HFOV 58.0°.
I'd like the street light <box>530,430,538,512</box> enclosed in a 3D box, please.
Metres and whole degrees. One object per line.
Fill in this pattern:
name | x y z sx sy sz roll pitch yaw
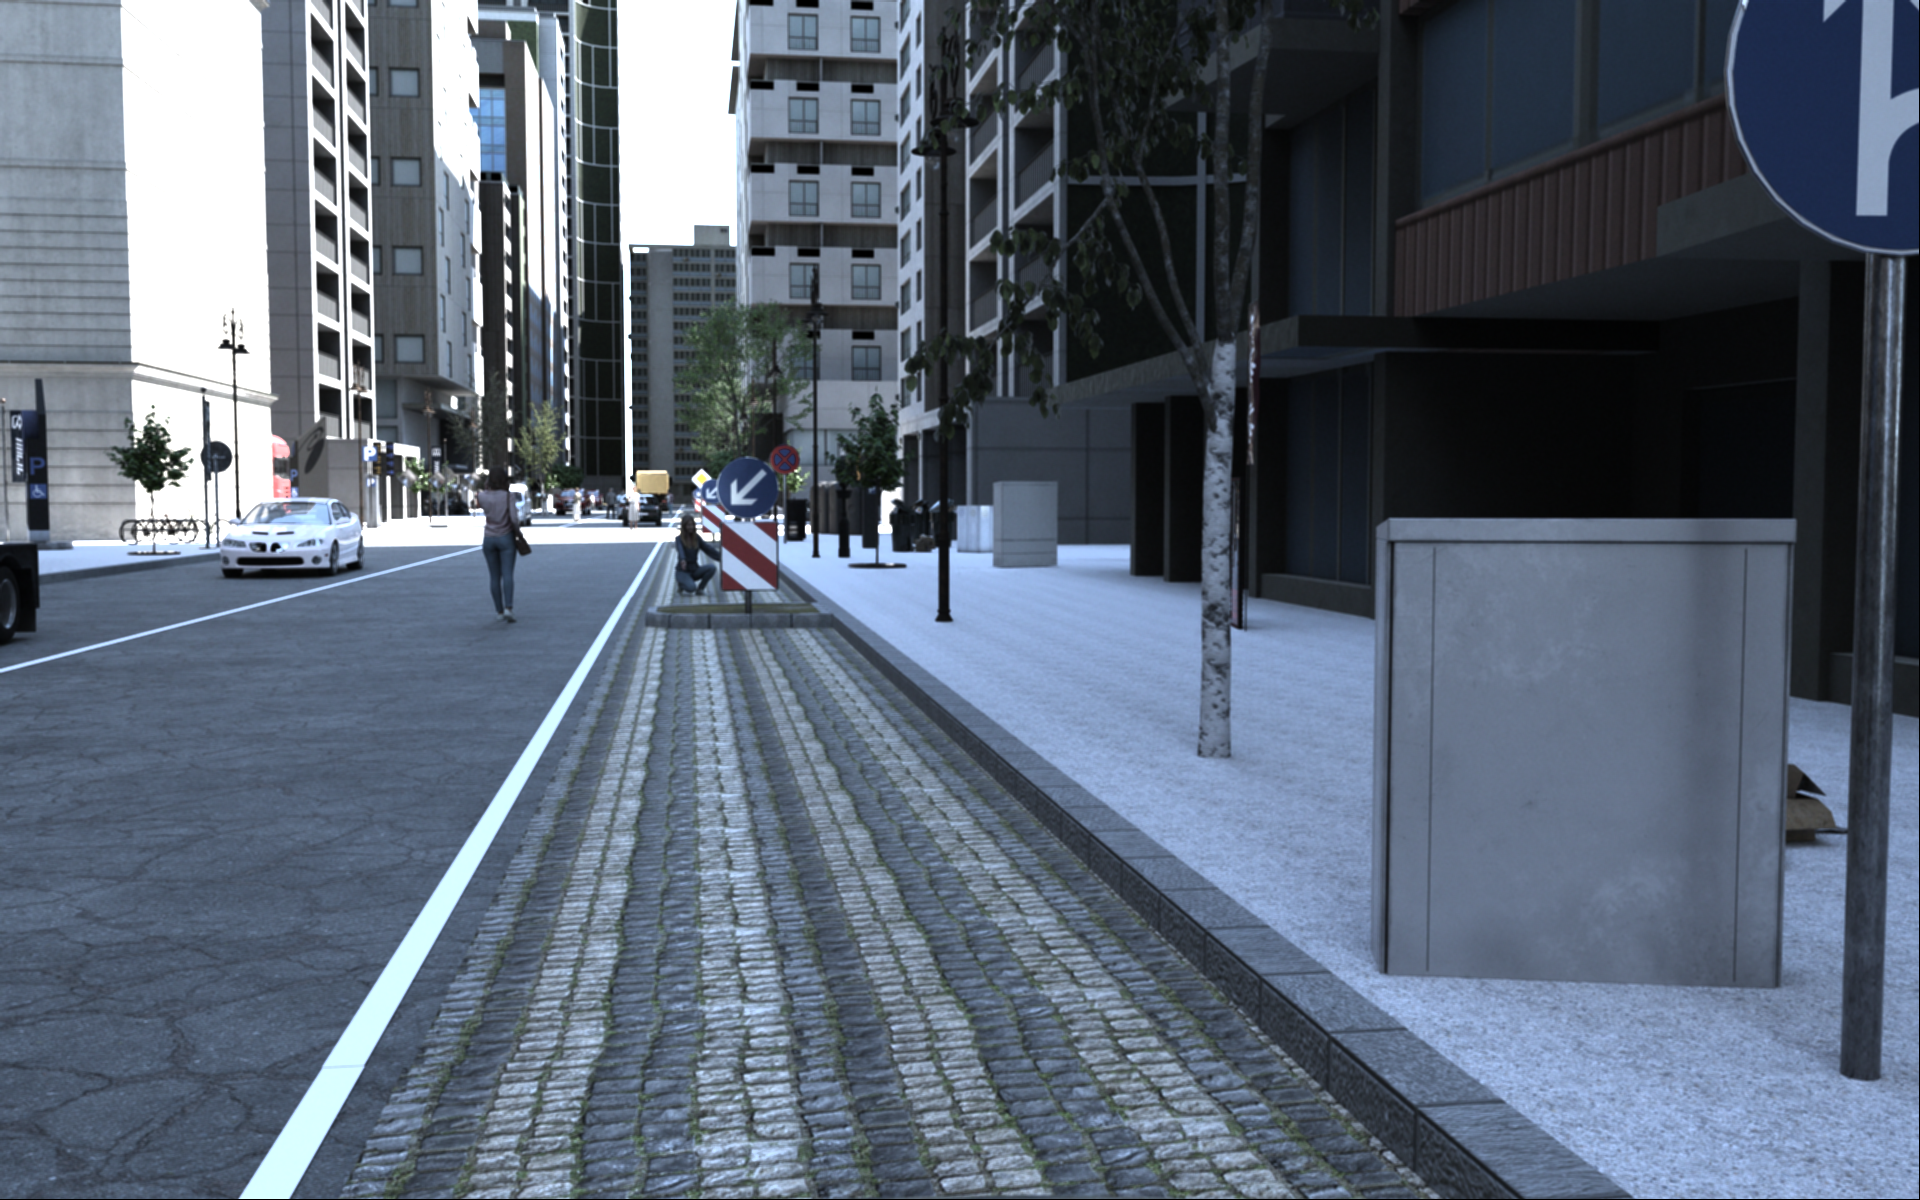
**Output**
street light | -30.818 -9.328 125.295 0.468 5.910 1.993 -1 4 -9

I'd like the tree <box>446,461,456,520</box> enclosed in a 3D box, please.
tree | -25.736 -5.582 85.875 1.663 3.219 1.824 0 3 0

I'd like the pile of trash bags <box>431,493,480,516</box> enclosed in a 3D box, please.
pile of trash bags | -29.976 -5.742 103.642 1.912 1.369 3.447 3 5 44

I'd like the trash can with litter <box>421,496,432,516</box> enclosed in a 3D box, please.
trash can with litter | -30.913 -5.393 99.559 1.055 1.170 0.624 1 4 10

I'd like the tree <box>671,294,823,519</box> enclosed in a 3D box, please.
tree | -11.080 -9.988 89.064 9.928 11.665 9.643 0 3 0

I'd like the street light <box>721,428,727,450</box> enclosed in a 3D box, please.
street light | -15.547 -8.739 115.664 0.468 5.910 1.993 -1 4 -9

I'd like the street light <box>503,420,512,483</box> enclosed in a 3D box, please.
street light | -28.198 -8.274 108.068 0.468 5.910 1.993 -1 4 -9

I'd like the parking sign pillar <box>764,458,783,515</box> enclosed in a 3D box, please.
parking sign pillar | -11.386 -7.095 104.476 1.447 3.967 1.447 -1 4 -18

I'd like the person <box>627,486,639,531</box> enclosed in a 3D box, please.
person | -12.777 -3.593 67.816 0.480 1.755 0.524 -1 4 -23

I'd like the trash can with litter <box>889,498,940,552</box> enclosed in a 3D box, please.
trash can with litter | -1.044 -1.654 38.429 1.055 1.170 0.624 2 4 24

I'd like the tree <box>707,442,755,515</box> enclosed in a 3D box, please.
tree | -14.256 -7.651 108.815 4.285 4.588 4.351 0 3 0

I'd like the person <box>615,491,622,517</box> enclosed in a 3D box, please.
person | -21.165 -5.951 107.607 0.589 1.601 0.330 -3 4 -37

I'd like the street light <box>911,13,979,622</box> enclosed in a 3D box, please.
street light | -0.161 -2.722 17.297 0.468 5.910 1.993 -1 4 -9

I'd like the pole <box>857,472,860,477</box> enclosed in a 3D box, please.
pole | -4.669 -5.254 79.751 0.158 3.312 0.155 0 3 0

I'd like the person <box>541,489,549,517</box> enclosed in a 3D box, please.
person | -26.446 -6.189 110.236 0.519 1.759 0.362 0 4 7

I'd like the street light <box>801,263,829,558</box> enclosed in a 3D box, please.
street light | -2.915 -3.797 34.868 0.468 5.910 1.993 -1 4 -9

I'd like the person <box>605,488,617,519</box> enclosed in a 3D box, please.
person | -20.225 -5.587 100.253 0.661 1.777 0.834 -3 4 -39

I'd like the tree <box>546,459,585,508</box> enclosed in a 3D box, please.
tree | -38.743 -11.484 171.481 4.285 4.588 4.351 0 3 0

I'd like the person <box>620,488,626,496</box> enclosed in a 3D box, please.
person | -21.836 -6.358 112.627 0.473 1.802 0.592 1 4 23

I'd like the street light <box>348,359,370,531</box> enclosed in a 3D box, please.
street light | -20.666 -5.314 59.666 0.468 5.910 1.993 -1 4 -9

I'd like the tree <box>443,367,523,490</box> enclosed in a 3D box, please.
tree | -27.317 -9.112 99.337 4.360 8.622 3.978 0 3 0

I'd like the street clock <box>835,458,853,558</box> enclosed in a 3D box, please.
street clock | -2.346 -1.864 35.048 0.358 2.002 0.471 1 4 14

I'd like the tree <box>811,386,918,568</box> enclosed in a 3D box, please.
tree | -1.367 -2.190 30.405 1.663 3.219 1.824 0 3 0

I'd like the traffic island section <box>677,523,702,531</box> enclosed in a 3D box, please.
traffic island section | -10.183 -2.831 68.571 2.009 0.180 2.903 -1 4 -9

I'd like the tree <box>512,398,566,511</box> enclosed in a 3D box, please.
tree | -32.115 -11.155 132.746 4.737 8.622 4.395 0 3 0

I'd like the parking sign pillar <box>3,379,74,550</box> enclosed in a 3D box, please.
parking sign pillar | -21.318 -3.149 39.957 1.447 3.967 1.447 -2 4 -30

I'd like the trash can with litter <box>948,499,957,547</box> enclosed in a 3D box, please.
trash can with litter | -0.558 -1.847 41.586 0.624 1.170 1.055 3 5 42

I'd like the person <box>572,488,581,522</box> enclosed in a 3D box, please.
person | -19.837 -4.926 89.589 0.362 1.759 0.519 2 4 31

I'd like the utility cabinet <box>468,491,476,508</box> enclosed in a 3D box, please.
utility cabinet | -40.687 -8.272 143.931 1.173 1.500 0.318 3 4 36

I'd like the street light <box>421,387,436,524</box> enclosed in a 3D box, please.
street light | -22.919 -6.239 74.788 0.468 5.910 1.993 -1 4 -9

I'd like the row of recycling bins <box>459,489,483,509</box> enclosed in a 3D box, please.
row of recycling bins | -42.113 -8.541 146.755 3.534 1.692 1.069 0 4 -3

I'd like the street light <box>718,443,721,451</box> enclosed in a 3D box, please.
street light | -18.156 -9.785 132.773 0.468 5.910 1.993 -1 4 -9

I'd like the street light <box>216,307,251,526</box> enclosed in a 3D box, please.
street light | -17.923 -4.286 42.863 0.468 5.910 1.993 -1 4 -9

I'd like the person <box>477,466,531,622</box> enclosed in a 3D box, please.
person | -5.159 -0.637 19.508 0.593 1.750 0.643 0 4 3

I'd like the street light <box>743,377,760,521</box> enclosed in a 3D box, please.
street light | -8.162 -5.848 68.404 0.468 5.910 1.993 -1 4 -9

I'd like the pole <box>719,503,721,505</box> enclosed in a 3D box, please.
pole | -18.770 -8.647 135.220 0.158 3.312 0.155 0 3 0

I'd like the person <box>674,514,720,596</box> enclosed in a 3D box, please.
person | -3.638 -0.629 24.286 1.012 1.151 0.738 -3 4 -39

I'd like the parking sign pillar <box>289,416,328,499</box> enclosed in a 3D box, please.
parking sign pillar | -22.384 -4.345 59.512 1.447 3.967 1.447 2 4 26

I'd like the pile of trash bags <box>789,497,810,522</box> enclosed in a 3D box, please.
pile of trash bags | -6.719 -4.324 80.447 1.912 1.369 3.447 -2 4 -33

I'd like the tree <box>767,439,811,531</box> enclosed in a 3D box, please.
tree | -5.908 -4.043 60.700 1.663 3.219 1.824 0 3 0

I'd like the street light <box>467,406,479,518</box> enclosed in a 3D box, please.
street light | -25.699 -7.261 91.505 0.468 5.910 1.993 -1 4 -9

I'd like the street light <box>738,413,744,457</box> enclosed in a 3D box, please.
street light | -10.139 -6.642 81.378 0.468 5.910 1.993 -1 4 -9

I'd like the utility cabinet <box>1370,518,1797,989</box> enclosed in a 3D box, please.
utility cabinet | 1.646 0.398 4.662 1.020 1.237 0.306 0 4 8

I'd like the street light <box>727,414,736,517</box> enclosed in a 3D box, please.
street light | -12.873 -7.709 98.823 0.468 5.910 1.993 -1 4 -9

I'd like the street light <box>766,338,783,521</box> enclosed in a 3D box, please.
street light | -5.490 -4.806 51.359 0.468 5.910 1.993 -1 4 -9

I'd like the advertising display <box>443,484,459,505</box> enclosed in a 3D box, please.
advertising display | -31.420 -6.219 106.888 0.974 1.923 0.123 0 4 3

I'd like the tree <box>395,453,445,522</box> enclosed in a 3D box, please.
tree | -25.388 -5.290 81.089 1.663 3.219 1.824 0 3 0

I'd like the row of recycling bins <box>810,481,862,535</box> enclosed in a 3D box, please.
row of recycling bins | -3.859 -2.960 55.516 1.069 1.692 3.534 -2 4 -28

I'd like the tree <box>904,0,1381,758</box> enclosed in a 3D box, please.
tree | 1.086 -3.550 8.402 4.360 8.622 3.978 0 3 0

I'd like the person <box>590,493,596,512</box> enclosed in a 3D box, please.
person | -30.148 -8.015 142.137 0.523 1.515 0.503 1 4 14

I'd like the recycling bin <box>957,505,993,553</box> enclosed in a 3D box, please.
recycling bin | 0.421 -1.563 38.115 0.722 1.027 0.722 -3 5 -44

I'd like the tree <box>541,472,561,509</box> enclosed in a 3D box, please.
tree | -35.802 -9.555 150.826 1.663 3.219 1.824 0 3 0

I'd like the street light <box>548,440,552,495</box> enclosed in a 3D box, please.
street light | -33.565 -10.353 142.058 0.468 5.910 1.993 -1 4 -9

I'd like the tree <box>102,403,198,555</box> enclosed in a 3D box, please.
tree | -16.999 -2.577 36.739 1.663 3.219 1.824 0 3 0

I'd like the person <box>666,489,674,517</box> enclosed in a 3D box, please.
person | -18.266 -6.107 109.186 0.563 1.720 0.643 2 4 31

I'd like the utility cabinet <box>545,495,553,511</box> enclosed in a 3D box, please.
utility cabinet | -32.104 -7.570 134.927 0.306 1.237 1.020 1 4 14

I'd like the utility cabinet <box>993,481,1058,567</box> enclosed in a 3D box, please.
utility cabinet | 1.144 -1.332 30.460 1.173 1.500 0.318 -2 4 -32

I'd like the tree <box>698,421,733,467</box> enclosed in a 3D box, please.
tree | -22.964 -13.198 166.141 4.737 8.622 4.395 0 3 0

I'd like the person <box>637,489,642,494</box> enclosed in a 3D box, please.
person | -24.642 -7.618 133.169 0.853 1.813 0.709 -3 5 -40

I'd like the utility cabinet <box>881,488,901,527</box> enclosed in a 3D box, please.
utility cabinet | -2.473 -3.509 66.043 0.318 1.500 1.173 3 5 43
